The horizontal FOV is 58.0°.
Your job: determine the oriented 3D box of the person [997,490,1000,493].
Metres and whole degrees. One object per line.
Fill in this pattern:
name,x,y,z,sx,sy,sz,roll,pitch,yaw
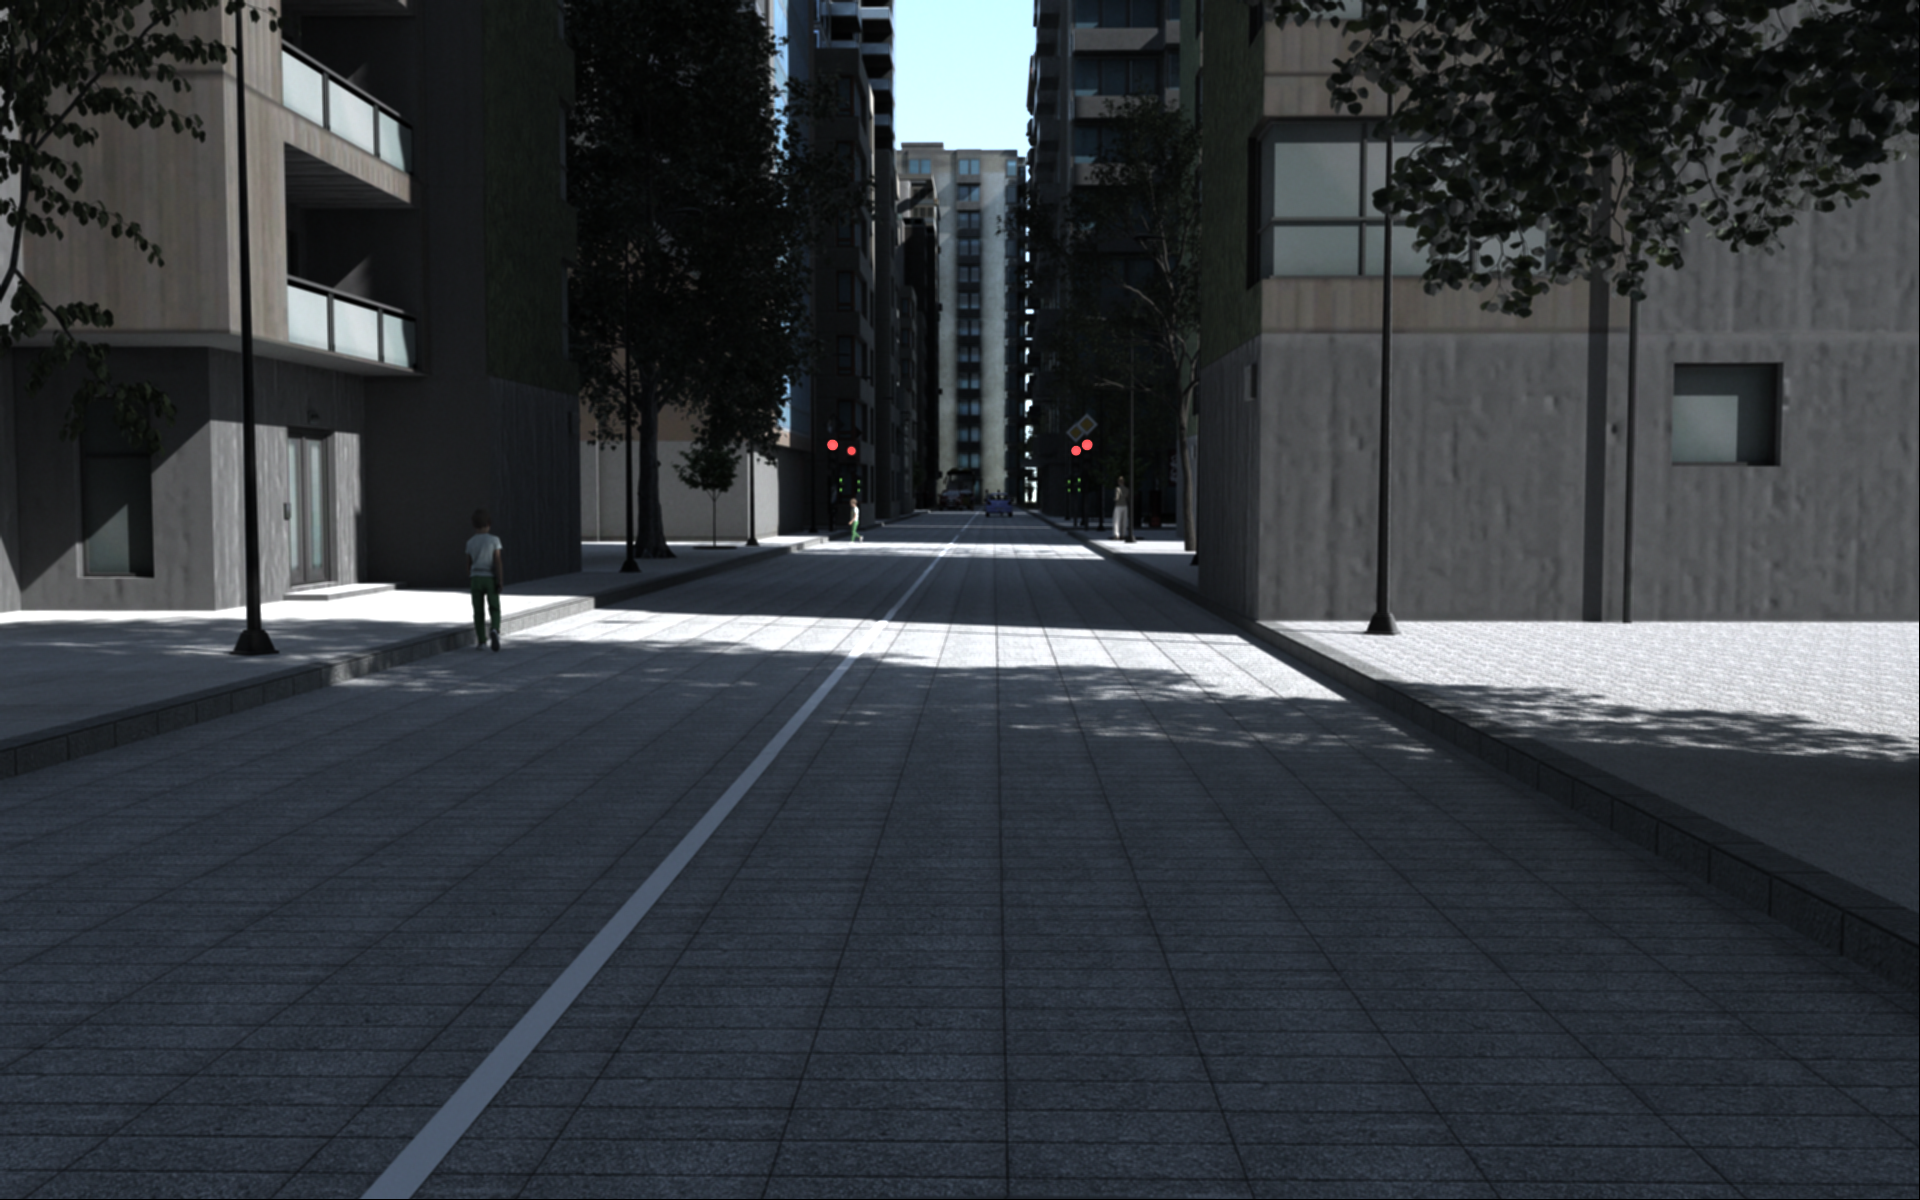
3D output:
person,3.499,-9.023,156.042,0.705,1.821,1.348,1,4,11

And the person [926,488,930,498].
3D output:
person,-3.083,-9.677,164.254,0.705,1.826,1.348,0,4,7

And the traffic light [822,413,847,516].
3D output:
traffic light,-4.384,-4.365,60.282,0.839,4.253,0.868,0,4,1

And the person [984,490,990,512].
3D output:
person,2.223,-7.990,139.416,0.850,1.792,0.678,-2,4,-25

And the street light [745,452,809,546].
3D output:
street light,-4.589,-4.285,42.600,1.470,5.913,1.316,0,4,1

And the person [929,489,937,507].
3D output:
person,-2.815,-9.879,168.279,1.217,1.743,0.721,-1,4,-13

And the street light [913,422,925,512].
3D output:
street light,-3.208,-8.506,111.616,1.470,5.913,1.316,0,4,1

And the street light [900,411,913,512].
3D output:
street light,-3.521,-7.624,97.187,1.470,5.913,1.316,0,4,1

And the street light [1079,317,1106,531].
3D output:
street light,3.947,-4.457,45.410,1.470,5.913,1.316,0,4,1

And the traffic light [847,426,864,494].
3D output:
traffic light,-4.230,-4.853,68.266,0.839,4.253,0.868,0,4,1

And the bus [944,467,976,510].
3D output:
bus,0.081,-10.530,163.706,2.896,3.916,12.252,0,4,1

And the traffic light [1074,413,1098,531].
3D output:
traffic light,4.376,-4.355,60.130,0.839,4.253,0.868,0,4,1

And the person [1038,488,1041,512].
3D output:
person,5.995,-7.385,127.029,0.529,1.795,0.600,3,4,38

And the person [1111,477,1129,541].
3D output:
person,4.428,-2.519,47.781,0.519,1.759,0.362,-2,4,-27

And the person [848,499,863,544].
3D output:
person,-2.996,-2.254,49.599,0.590,1.304,0.306,-3,5,-43

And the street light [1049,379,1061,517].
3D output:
street light,4.447,-5.954,69.895,1.470,5.913,1.316,0,4,1

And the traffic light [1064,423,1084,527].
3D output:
traffic light,4.530,-4.844,68.113,0.839,4.253,0.868,0,4,1

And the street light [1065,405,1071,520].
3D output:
street light,4.330,-5.333,59.735,1.470,5.913,1.316,0,4,1

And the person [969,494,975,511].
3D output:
person,1.060,-8.175,145.390,0.421,1.427,0.697,-1,4,-20

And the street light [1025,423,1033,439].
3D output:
street light,5.229,-8.654,114.033,1.470,5.913,1.316,0,4,1

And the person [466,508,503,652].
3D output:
person,-4.320,-0.184,15.757,0.306,1.304,0.590,-2,4,-24

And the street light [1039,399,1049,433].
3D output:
street light,4.730,-6.858,84.667,1.470,5.913,1.316,0,4,1

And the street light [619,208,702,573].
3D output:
street light,-4.880,-3.409,28.273,1.470,5.913,1.316,0,4,1

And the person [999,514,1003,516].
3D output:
person,2.772,-6.191,114.744,0.382,1.210,0.505,-1,4,-14

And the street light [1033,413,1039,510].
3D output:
street light,5.054,-7.734,98.993,1.470,5.913,1.316,0,4,1

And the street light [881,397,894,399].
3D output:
street light,-3.846,-6.747,82.861,1.470,5.913,1.316,0,4,1

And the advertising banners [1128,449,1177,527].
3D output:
advertising banners,7.535,-4.333,67.039,2.074,3.025,0.090,0,4,0

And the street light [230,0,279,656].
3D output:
street light,-5.125,-2.518,13.713,1.470,5.913,1.316,0,4,1

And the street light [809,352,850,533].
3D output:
street light,-4.296,-5.161,56.927,1.470,5.913,1.316,0,4,1

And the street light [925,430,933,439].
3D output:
street light,-2.946,-9.393,126.120,1.470,5.913,1.316,0,4,1

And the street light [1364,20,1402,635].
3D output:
street light,3.341,-2.642,15.745,1.470,5.913,1.316,0,4,1

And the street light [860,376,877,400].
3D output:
street light,-4.156,-5.848,68.156,1.470,5.913,1.316,0,4,1

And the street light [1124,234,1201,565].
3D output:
street light,3.774,-3.580,31.080,1.470,5.913,1.316,0,4,1
